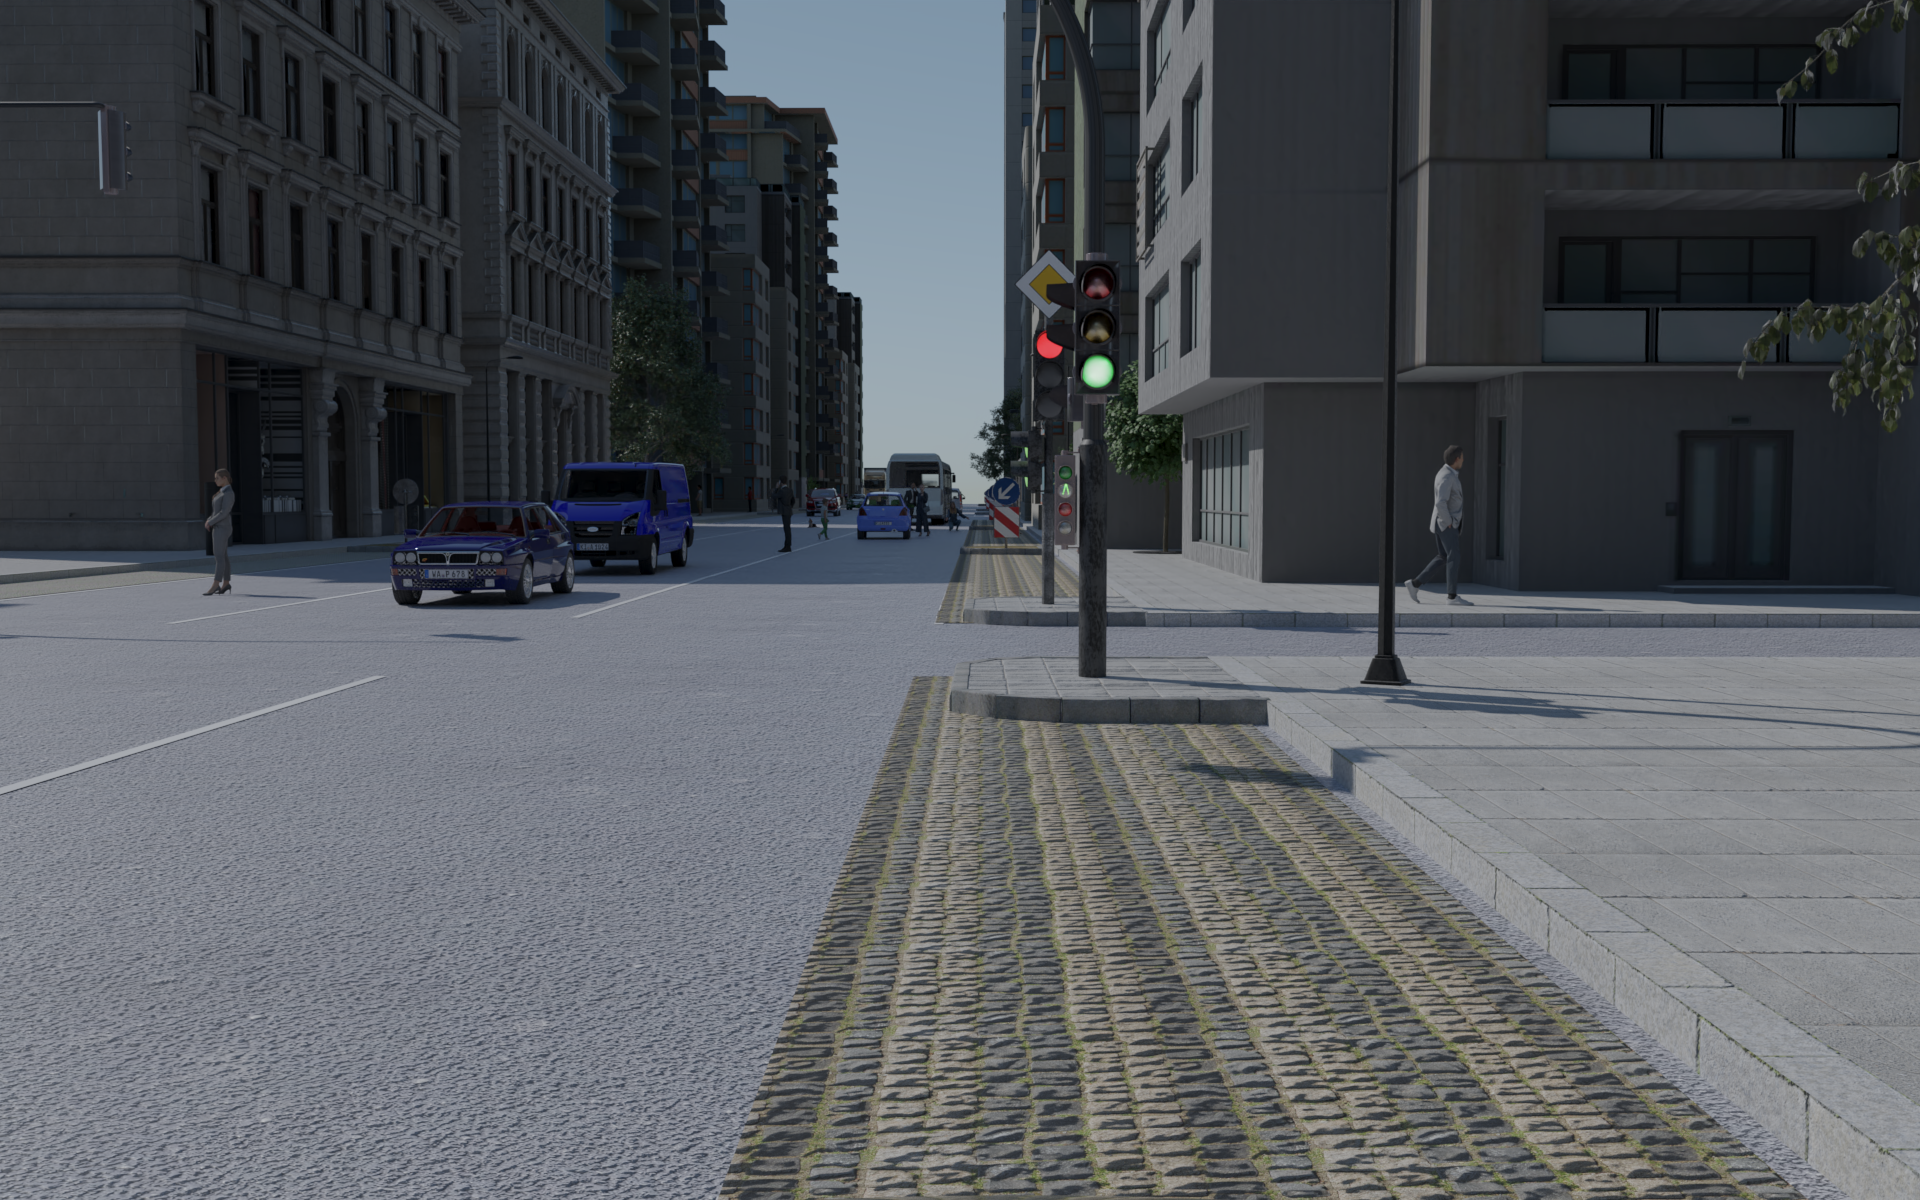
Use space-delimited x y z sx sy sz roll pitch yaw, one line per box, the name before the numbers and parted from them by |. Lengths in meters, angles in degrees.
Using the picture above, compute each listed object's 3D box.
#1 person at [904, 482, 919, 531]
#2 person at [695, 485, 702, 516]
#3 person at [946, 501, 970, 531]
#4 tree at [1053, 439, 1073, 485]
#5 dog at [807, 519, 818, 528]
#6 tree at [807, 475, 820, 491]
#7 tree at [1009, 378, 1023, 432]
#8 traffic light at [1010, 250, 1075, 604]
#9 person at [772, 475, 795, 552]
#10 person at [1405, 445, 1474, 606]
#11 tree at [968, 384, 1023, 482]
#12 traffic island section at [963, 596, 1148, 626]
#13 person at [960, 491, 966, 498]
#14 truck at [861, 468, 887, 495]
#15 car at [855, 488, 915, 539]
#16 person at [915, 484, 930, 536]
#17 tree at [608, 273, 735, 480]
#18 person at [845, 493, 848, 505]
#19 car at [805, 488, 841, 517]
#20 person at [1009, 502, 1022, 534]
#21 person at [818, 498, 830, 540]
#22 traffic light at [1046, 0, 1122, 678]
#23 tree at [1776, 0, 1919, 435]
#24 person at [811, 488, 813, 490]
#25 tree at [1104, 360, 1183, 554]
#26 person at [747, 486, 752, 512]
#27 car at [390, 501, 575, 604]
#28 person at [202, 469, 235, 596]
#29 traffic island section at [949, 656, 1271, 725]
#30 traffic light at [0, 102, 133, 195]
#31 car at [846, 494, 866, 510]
person | -1.861 -3.659 67.694 0.474 1.900 0.648 2 4 34
person | -15.296 -5.838 101.501 0.705 1.824 1.348 0 4 0
person | -0.132 -3.260 67.293 1.012 1.151 0.738 -1 4 -11
tree | 3.794 -4.029 60.475 1.663 3.219 1.824 0 3 0
dog | -6.238 -3.290 73.982 0.748 0.427 0.550 -2 4 -25
tree | -14.905 -10.885 172.563 1.663 3.219 1.824 0 3 0
tree | 4.820 -9.298 102.385 4.360 8.622 3.978 0 3 0
traffic light | 1.009 -1.906 20.080 0.839 4.253 0.868 0 4 1
person | -4.358 -2.130 42.690 0.474 1.900 0.648 1 4 12
person | 5.554 -0.865 20.039 0.795 1.843 0.661 1 4 19
tree | 6.074 -16.096 180.184 9.611 12.733 9.660 0 3 0
traffic island section | 1.048 0.128 20.194 2.009 0.180 2.903 0 4 1
person | 0.118 -14.156 240.052 1.348 1.812 0.705 1 4 21
truck | -8.958 -12.022 185.470 2.839 4.237 11.283 0 4 0
car | -2.439 -2.837 55.981 1.945 1.707 3.694 0 4 -1
person | -1.280 -3.048 58.763 0.576 1.772 0.534 1 4 21
tree | -16.161 -10.574 89.898 9.611 12.733 9.660 0 3 0
person | -13.624 -12.107 207.228 0.421 1.427 0.697 0 4 5
car | -8.826 -6.338 112.304 2.281 1.827 5.304 0 4 -1
person | 1.810 -3.230 61.399 0.778 1.811 0.616 0 4 3
person | -4.258 -2.530 54.117 0.306 1.304 0.590 3 5 39
traffic light | -1.187 -2.282 11.981 4.771 5.953 1.251 0 4 1
tree | 4.123 -3.372 5.502 4.360 8.622 3.978 0 3 0
person | -14.211 -9.748 165.297 0.599 1.838 0.709 0 4 6
tree | 4.399 -3.289 37.481 4.285 4.588 4.351 0 3 0
person | -14.688 -7.022 120.788 0.705 1.831 1.348 0 4 -1
car | -6.473 -0.681 23.721 1.945 1.354 3.894 0 4 0
person | -10.613 -0.973 24.683 0.520 1.790 0.573 3 5 42
traffic island section | 0.946 0.616 12.209 2.009 0.180 2.903 0 4 1
traffic light | -12.159 -2.789 20.268 4.771 5.953 1.251 0 4 1
car | -9.228 -8.865 156.742 2.131 1.459 4.920 0 4 2
